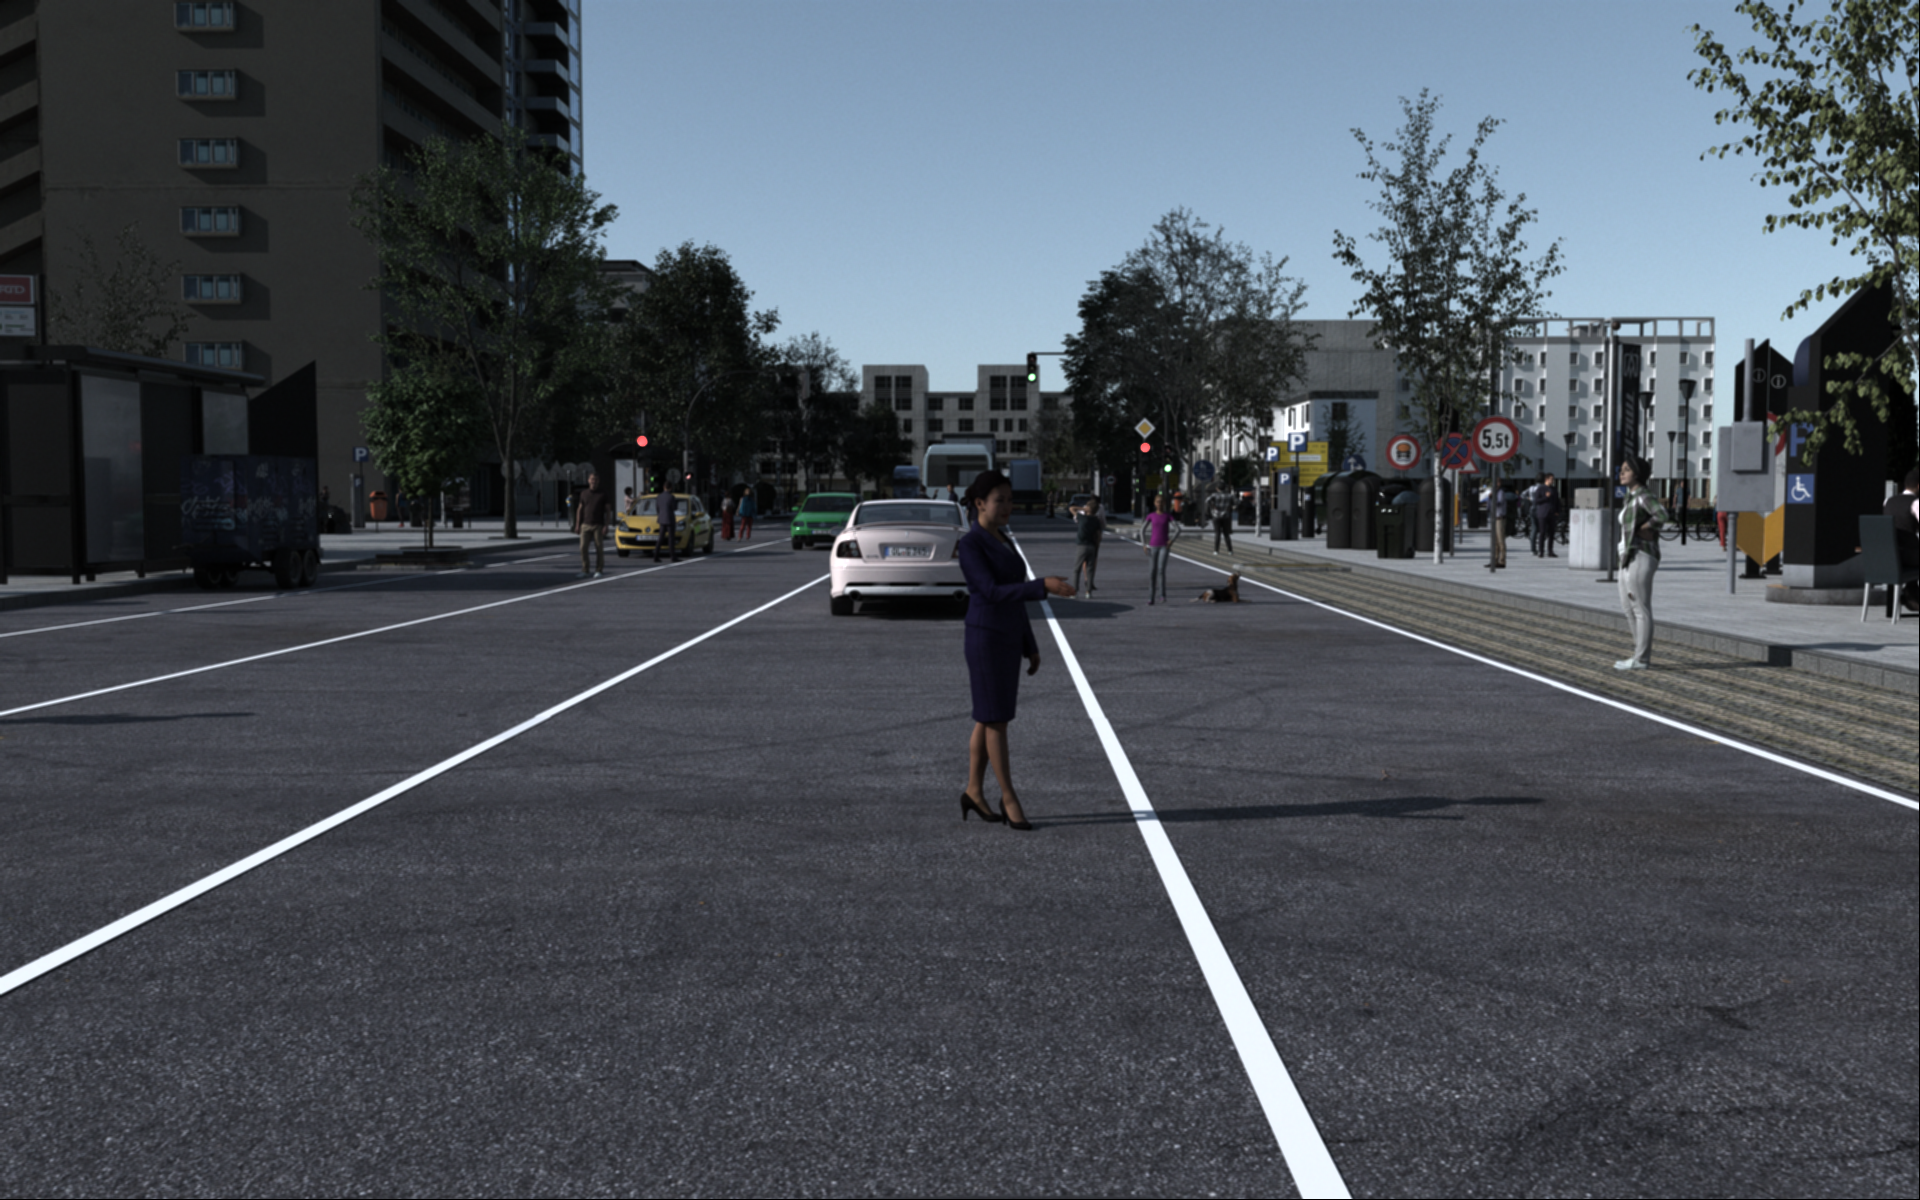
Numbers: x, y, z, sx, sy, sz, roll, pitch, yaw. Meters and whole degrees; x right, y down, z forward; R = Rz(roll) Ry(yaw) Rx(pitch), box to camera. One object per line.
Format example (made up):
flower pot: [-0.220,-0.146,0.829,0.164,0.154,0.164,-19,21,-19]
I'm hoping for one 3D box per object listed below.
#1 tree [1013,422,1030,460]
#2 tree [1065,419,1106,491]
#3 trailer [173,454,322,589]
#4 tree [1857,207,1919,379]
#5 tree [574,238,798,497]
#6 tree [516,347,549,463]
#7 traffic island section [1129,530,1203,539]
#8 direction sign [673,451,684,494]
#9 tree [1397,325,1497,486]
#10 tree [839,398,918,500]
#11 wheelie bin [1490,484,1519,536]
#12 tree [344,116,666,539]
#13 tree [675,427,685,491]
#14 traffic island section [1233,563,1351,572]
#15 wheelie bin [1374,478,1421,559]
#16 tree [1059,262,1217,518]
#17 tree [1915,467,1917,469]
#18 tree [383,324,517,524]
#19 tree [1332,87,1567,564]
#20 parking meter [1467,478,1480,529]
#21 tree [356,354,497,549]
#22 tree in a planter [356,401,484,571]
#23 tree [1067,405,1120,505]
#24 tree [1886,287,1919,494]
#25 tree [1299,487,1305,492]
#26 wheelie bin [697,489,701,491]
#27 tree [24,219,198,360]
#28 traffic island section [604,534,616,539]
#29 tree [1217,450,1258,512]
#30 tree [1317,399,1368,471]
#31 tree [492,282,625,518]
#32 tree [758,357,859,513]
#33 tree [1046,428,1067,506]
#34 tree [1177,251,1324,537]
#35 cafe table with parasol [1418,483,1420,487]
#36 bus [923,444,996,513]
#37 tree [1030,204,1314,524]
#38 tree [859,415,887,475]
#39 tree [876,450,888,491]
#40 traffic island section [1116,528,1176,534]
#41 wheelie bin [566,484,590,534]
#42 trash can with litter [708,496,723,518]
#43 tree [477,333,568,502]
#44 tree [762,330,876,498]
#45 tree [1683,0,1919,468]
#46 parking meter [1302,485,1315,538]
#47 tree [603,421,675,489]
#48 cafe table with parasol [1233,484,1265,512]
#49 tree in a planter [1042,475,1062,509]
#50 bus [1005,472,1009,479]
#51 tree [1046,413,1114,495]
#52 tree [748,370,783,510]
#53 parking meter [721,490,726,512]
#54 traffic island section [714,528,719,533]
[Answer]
tree: [11.678,-18.417,211.495,12.009,13.543,11.850,0,3,0]
tree: [11.466,-12.816,159.900,4.360,8.622,3.978,0,3,0]
trailer: [-10.732,-1.139,25.668,1.471,1.999,3.904,0,4,0]
tree: [19.800,-5.076,33.358,4.360,8.622,3.978,0,3,0]
tree: [-12.062,-9.834,77.791,9.611,12.733,9.660,0,3,0]
tree: [-22.108,-8.217,84.704,4.737,8.622,4.395,0,3,0]
traffic island section: [6.647,-2.046,55.734,2.009,0.180,2.903,0,4,1]
direction sign: [-13.891,-5.755,86.091,0.876,3.537,0.379,-3,5,-41]
tree: [20.871,-7.538,73.607,4.737,8.622,4.395,0,3,0]
tree: [-9.758,-17.694,206.305,9.611,12.733,9.660,0,3,0]
wheelie bin: [16.805,-2.786,53.465,0.693,1.594,0.980,-2,4,-35]
tree: [-13.015,-7.553,49.248,9.928,11.665,9.643,0,3,0]
tree: [-22.639,-10.997,130.163,4.360,8.622,3.978,0,3,0]
traffic island section: [6.211,-0.607,32.791,1.991,0.108,1.994,0,4,1]
wheelie bin: [8.670,-1.621,34.415,0.980,1.594,0.693,3,4,36]
tree: [9.885,-11.484,94.412,9.857,13.997,8.962,0,3,0]
tree: [37.474,-4.406,66.637,1.663,3.219,1.824,0,3,0]
tree: [-22.383,-7.572,74.159,4.737,8.622,4.395,0,3,0]
tree: [8.811,-4.965,31.547,4.360,8.622,3.978,0,3,0]
parking meter: [19.012,-3.574,64.151,0.399,1.863,0.255,0,4,3]
tree: [-12.565,-3.492,40.813,4.285,4.588,4.351,0,3,0]
tree in a planter: [-10.309,-2.208,33.329,1.991,3.239,1.994,0,4,1]
tree: [11.200,-11.205,133.558,4.737,8.622,4.395,0,3,0]
tree: [64.503,-13.107,116.128,13.155,14.587,18.604,-1,4,-9]
tree: [21.176,-7.001,109.060,1.663,3.219,1.824,0,3,0]
wheelie bin: [-15.474,-5.745,101.832,0.980,1.594,0.693,-1,4,-21]
tree: [-22.442,-5.830,45.676,4.360,8.622,3.978,0,3,0]
traffic island section: [-10.211,-2.066,56.054,2.009,0.180,2.903,0,4,1]
tree: [20.632,-8.816,127.861,4.285,4.588,4.351,0,3,0]
tree: [29.522,-11.295,135.040,4.737,8.622,4.395,0,3,0]
tree: [-21.109,-10.635,92.001,7.486,12.596,7.792,0,3,0]
tree: [-11.641,-11.245,118.274,8.767,10.594,7.601,0,4,-6]
tree: [11.117,-14.323,184.539,4.737,8.622,4.395,0,3,0]
tree: [8.732,-6.204,51.796,4.360,8.622,3.978,0,3,0]
cafe table with parasol: [25.162,-5.425,93.561,2.610,1.966,2.610,1,4,20]
bus: [0.054,-4.634,70.631,2.948,3.499,13.247,0,4,1]
tree: [9.783,-10.020,74.200,12.009,13.543,11.850,0,3,0]
tree: [-11.238,-13.217,150.511,8.767,10.594,7.601,-3,5,-43]
tree: [-10.129,-16.197,215.182,4.360,8.622,3.978,0,3,0]
traffic island section: [6.797,-2.534,63.718,2.009,0.180,2.903,0,4,1]
wheelie bin: [-12.316,-2.969,56.459,0.980,1.594,0.693,-1,4,-18]
trash can with litter: [-13.069,-4.960,92.485,1.055,1.170,0.624,-2,4,-33]
tree: [-20.233,-7.891,79.375,4.360,8.622,3.978,0,3,0]
tree: [-11.449,-13.415,129.705,12.009,13.543,11.850,0,3,0]
tree: [8.634,-3.937,14.740,4.737,8.622,4.395,0,3,0]
parking meter: [10.187,-2.583,50.639,0.372,1.533,0.369,0,3,0]
tree: [-21.561,-9.855,111.490,4.360,8.622,3.978,0,3,0]
cafe table with parasol: [19.464,-6.837,116.643,2.610,1.966,2.610,-1,4,-17]
tree in a planter: [8.720,-10.311,165.808,1.991,3.239,1.994,0,4,1]
bus: [5.310,-9.707,153.563,2.948,3.499,13.247,0,4,3]
tree: [12.279,-14.741,175.420,7.601,10.594,8.767,0,4,0]
tree: [-11.777,-9.016,97.775,4.360,8.622,3.978,0,3,0]
parking meter: [-15.812,-6.570,115.822,0.372,1.533,0.369,0,3,0]
traffic island section: [-10.062,-2.554,64.038,2.009,0.180,2.903,0,4,1]
